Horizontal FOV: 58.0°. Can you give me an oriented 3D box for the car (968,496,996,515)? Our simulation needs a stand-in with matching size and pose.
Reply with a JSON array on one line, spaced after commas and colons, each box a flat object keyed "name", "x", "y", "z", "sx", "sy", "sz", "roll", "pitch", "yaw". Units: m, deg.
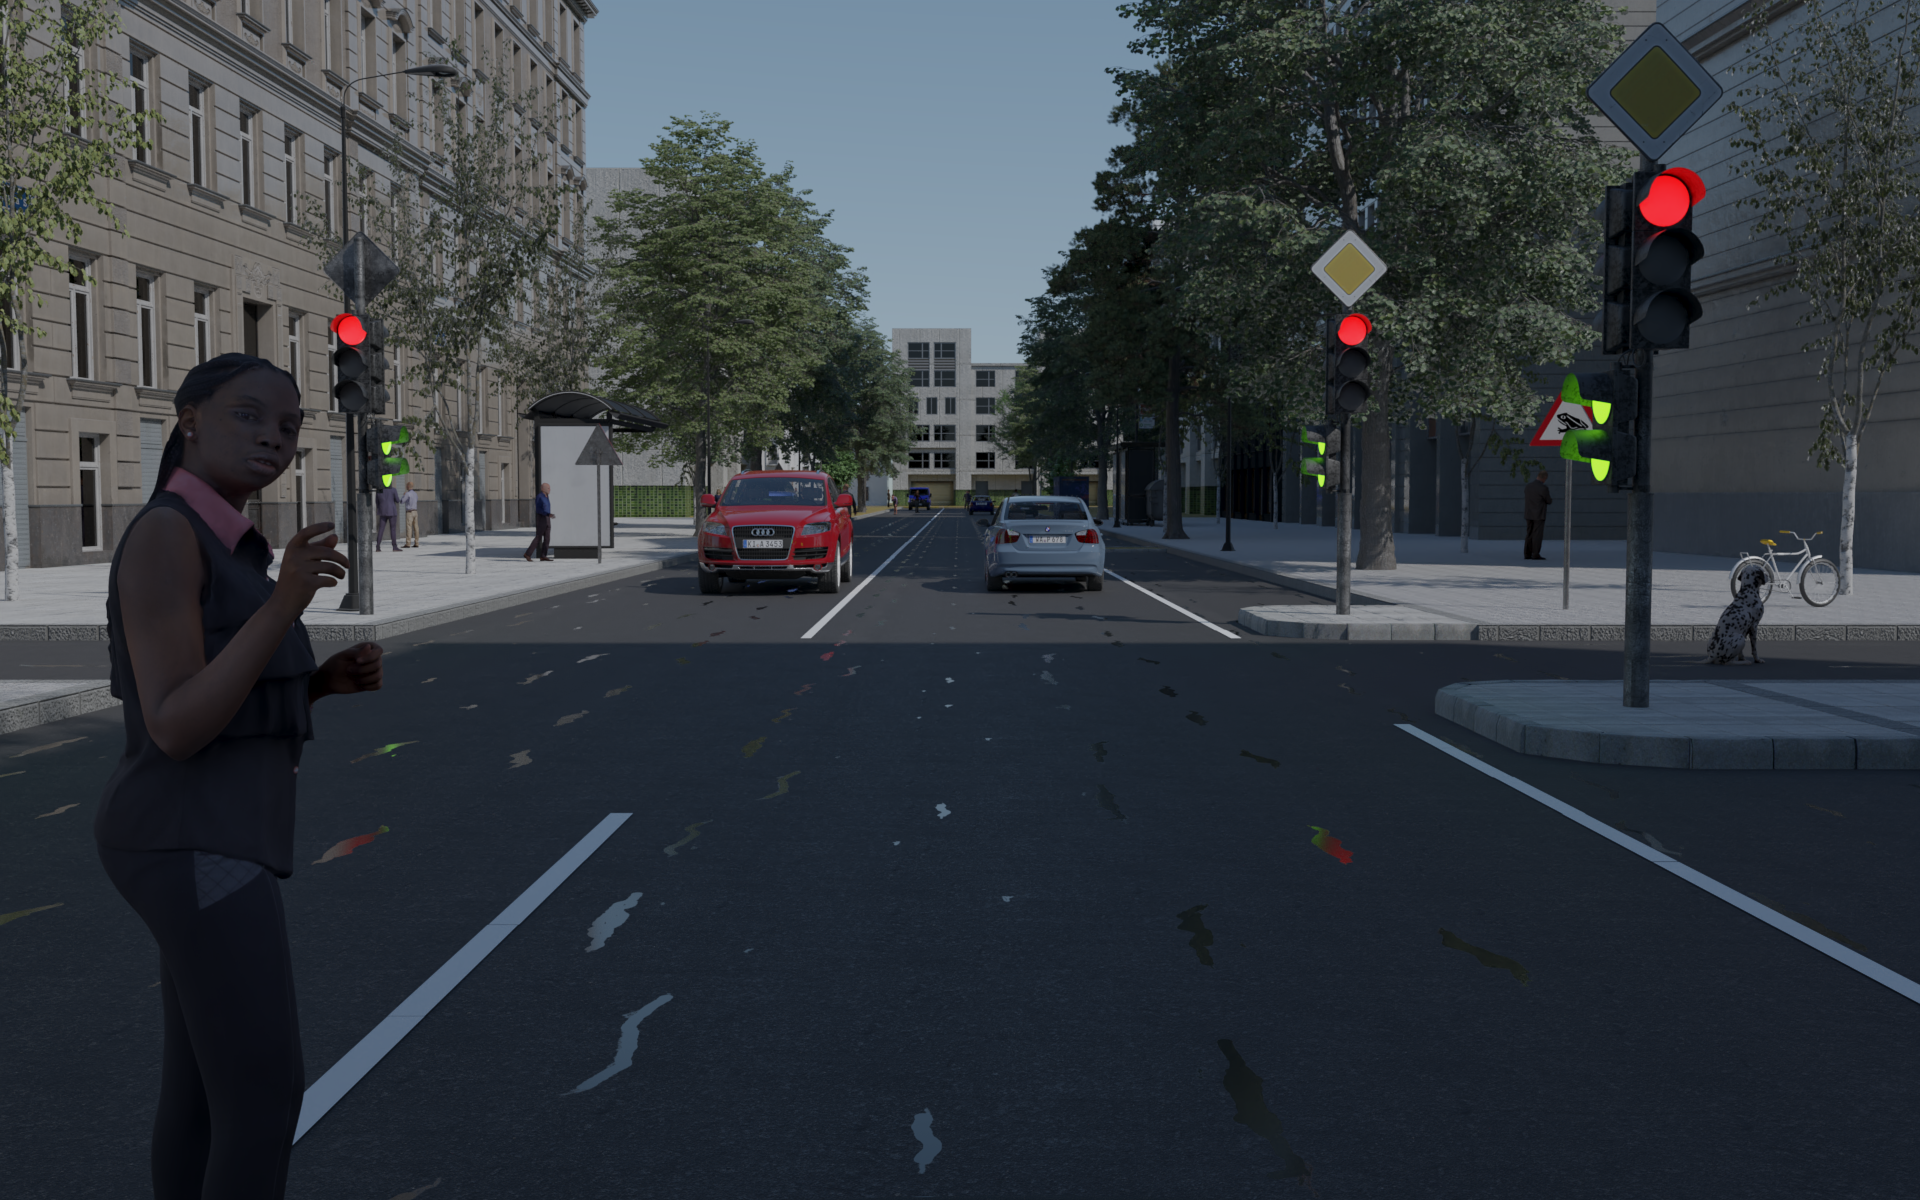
[{"name": "car", "x": 1.504, "y": -6.555, "z": 119.753, "sx": 1.945, "sy": 1.354, "sz": 3.894, "roll": 0, "pitch": 4, "yaw": 1}]

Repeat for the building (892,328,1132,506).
[{"name": "building", "x": 8.509, "y": -19.982, "z": 193.166, "sx": 31.486, "sy": 18.905, "sz": 16.747, "roll": 0, "pitch": 3, "yaw": 0}]

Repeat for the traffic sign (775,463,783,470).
[{"name": "traffic sign", "x": -7.461, "y": -4.365, "z": 71.371, "sx": 0.884, "sy": 2.594, "sz": 0.081, "roll": 0, "pitch": 4, "yaw": 7}]

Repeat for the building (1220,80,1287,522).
[{"name": "building", "x": 20.252, "y": -15.659, "z": 85.697, "sx": 12.332, "sy": 23.373, "sz": 15.834, "roll": 0, "pitch": 3, "yaw": 0}]

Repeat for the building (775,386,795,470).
[{"name": "building", "x": -20.668, "y": -18.172, "z": 153.526, "sx": 11.380, "sy": 20.091, "sz": 16.016, "roll": 0, "pitch": 3, "yaw": 0}]

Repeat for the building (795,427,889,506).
[{"name": "building", "x": -21.854, "y": -15.181, "z": 190.358, "sx": 28.070, "sy": 9.664, "sz": 9.099, "roll": 0, "pitch": 3, "yaw": 0}]

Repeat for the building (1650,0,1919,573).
[{"name": "building", "x": 26.642, "y": -14.979, "z": 32.300, "sx": 23.554, "sy": 28.519, "sz": 14.401, "roll": 0, "pitch": 3, "yaw": 0}]

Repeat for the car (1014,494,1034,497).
[{"name": "car", "x": 3.962, "y": -5.968, "z": 107.369, "sx": 2.009, "sy": 1.686, "sz": 4.222, "roll": 0, "pitch": 4, "yaw": 1}]

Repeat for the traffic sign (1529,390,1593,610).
[{"name": "traffic sign", "x": 6.732, "y": -1.173, "z": 19.175, "sx": 0.884, "sy": 2.594, "sz": 0.081, "roll": 0, "pitch": 4, "yaw": 2}]

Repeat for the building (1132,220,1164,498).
[{"name": "building", "x": 28.133, "y": -18.400, "z": 144.807, "sx": 27.936, "sy": 21.610, "sz": 32.646, "roll": 0, "pitch": 3, "yaw": 0}]

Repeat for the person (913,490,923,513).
[{"name": "person", "x": -3.195, "y": -7.488, "z": 131.756, "sx": 0.721, "sy": 1.723, "sz": 1.217, "roll": 2, "pitch": 4, "yaw": 35}]

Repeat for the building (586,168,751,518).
[{"name": "building", "x": -23.399, "y": -14.887, "z": 109.862, "sx": 16.747, "sy": 18.905, "sz": 31.486, "roll": 0, "pitch": 3, "yaw": 0}]

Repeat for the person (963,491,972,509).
[{"name": "person", "x": 0.717, "y": -9.614, "z": 166.238, "sx": 0.990, "sy": 1.755, "sz": 0.434, "roll": -2, "pitch": 4, "yaw": -23}]

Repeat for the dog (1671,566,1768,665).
[{"name": "dog", "x": 6.466, "y": 0.130, "z": 14.707, "sx": 0.800, "sy": 0.831, "sz": 0.513, "roll": 1, "pitch": 4, "yaw": 14}]

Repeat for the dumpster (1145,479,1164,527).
[{"name": "dumpster", "x": 8.019, "y": -3.838, "z": 68.502, "sx": 1.264, "sy": 1.857, "sz": 1.865, "roll": 0, "pitch": 4, "yaw": 0}]

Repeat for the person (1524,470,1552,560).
[{"name": "person", "x": 11.301, "y": -1.658, "z": 33.837, "sx": 0.565, "sy": 1.739, "sz": 0.600, "roll": 2, "pitch": 4, "yaw": 35}]

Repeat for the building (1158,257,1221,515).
[{"name": "building", "x": 23.075, "y": -15.023, "z": 112.080, "sx": 16.747, "sy": 18.905, "sz": 31.486, "roll": 0, "pitch": 3, "yaw": 0}]

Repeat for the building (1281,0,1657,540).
[{"name": "building", "x": 19.831, "y": -17.408, "z": 62.109, "sx": 11.434, "sy": 29.767, "sz": 29.804, "roll": 0, "pitch": 3, "yaw": 0}]

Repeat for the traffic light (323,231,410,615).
[{"name": "traffic light", "x": -6.299, "y": -1.778, "z": 18.316, "sx": 0.839, "sy": 4.213, "sz": 0.868, "roll": 0, "pitch": 3, "yaw": 0}]

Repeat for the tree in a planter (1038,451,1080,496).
[{"name": "tree in a planter", "x": 4.072, "y": -4.507, "z": 70.905, "sx": 1.991, "sy": 3.239, "sz": 1.994, "roll": 0, "pitch": 3, "yaw": 0}]

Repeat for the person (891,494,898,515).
[{"name": "person", "x": -4.487, "y": -6.554, "z": 118.886, "sx": 0.421, "sy": 1.427, "sz": 0.697, "roll": 2, "pitch": 4, "yaw": 24}]

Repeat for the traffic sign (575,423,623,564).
[{"name": "traffic sign", "x": -6.659, "y": -1.953, "z": 31.940, "sx": 0.884, "sy": 2.594, "sz": 0.081, "roll": 0, "pitch": 4, "yaw": 1}]

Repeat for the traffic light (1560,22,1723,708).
[{"name": "traffic light", "x": 4.066, "y": -1.291, "z": 10.352, "sx": 0.839, "sy": 4.213, "sz": 0.868, "roll": 0, "pitch": 3, "yaw": 0}]

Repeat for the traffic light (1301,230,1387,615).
[{"name": "traffic light", "x": 4.062, "y": -1.779, "z": 18.337, "sx": 0.839, "sy": 4.213, "sz": 0.868, "roll": 0, "pitch": 3, "yaw": 0}]

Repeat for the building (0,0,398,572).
[{"name": "building", "x": -21.487, "y": -14.763, "z": 38.636, "sx": 12.463, "sy": 27.353, "sz": 25.104, "roll": 0, "pitch": 3, "yaw": 0}]

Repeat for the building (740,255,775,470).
[{"name": "building", "x": -22.904, "y": -16.807, "z": 131.218, "sx": 16.016, "sy": 20.091, "sz": 11.380, "roll": 0, "pitch": 3, "yaw": 0}]

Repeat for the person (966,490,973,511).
[{"name": "person", "x": 0.858, "y": -8.299, "z": 144.632, "sx": 0.568, "sy": 1.767, "sz": 0.683, "roll": 1, "pitch": 4, "yaw": 17}]

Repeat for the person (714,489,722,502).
[{"name": "person", "x": -10.893, "y": -4.252, "z": 78.104, "sx": 0.480, "sy": 1.512, "sz": 0.613, "roll": -2, "pitch": 4, "yaw": -28}]

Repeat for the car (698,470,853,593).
[{"name": "car", "x": -2.759, "y": -1.100, "z": 26.659, "sx": 2.281, "sy": 1.827, "sz": 5.304, "roll": 0, "pitch": 4, "yaw": 0}]

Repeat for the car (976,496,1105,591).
[{"name": "car", "x": 1.257, "y": -0.910, "z": 26.880, "sx": 2.014, "sy": 1.417, "sz": 4.499, "roll": 0, "pitch": 4, "yaw": 0}]

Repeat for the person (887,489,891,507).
[{"name": "person", "x": -6.760, "y": -9.754, "z": 166.243, "sx": 0.721, "sy": 1.735, "sz": 1.217, "roll": -1, "pitch": 4, "yaw": -17}]

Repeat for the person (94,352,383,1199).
[{"name": "person", "x": -1.034, "y": 0.452, "z": 2.580, "sx": 0.593, "sy": 1.643, "sz": 0.415, "roll": 2, "pitch": 4, "yaw": 32}]

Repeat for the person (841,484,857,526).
[{"name": "person", "x": -3.699, "y": -2.830, "z": 55.321, "sx": 0.990, "sy": 1.755, "sz": 0.434, "roll": -3, "pitch": 4, "yaw": -38}]

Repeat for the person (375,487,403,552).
[{"name": "person", "x": -12.692, "y": -1.925, "z": 38.438, "sx": 0.541, "sy": 1.710, "sz": 0.530, "roll": 1, "pitch": 4, "yaw": 15}]

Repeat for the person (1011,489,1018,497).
[{"name": "person", "x": 4.162, "y": -7.324, "z": 128.257, "sx": 1.348, "sy": 1.824, "sz": 0.705, "roll": 2, "pitch": 4, "yaw": 30}]

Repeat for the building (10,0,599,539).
[{"name": "building", "x": -22.039, "y": -16.333, "z": 64.312, "sx": 12.463, "sy": 27.353, "sz": 25.104, "roll": 0, "pitch": 3, "yaw": 0}]

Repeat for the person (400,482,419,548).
[{"name": "person", "x": -13.114, "y": -2.029, "z": 41.277, "sx": 0.319, "sy": 1.574, "sz": 0.516, "roll": 2, "pitch": 4, "yaw": 27}]

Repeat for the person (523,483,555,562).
[{"name": "person", "x": -7.899, "y": -1.478, "z": 32.897, "sx": 0.600, "sy": 1.496, "sz": 0.574, "roll": 2, "pitch": 4, "yaw": 33}]
